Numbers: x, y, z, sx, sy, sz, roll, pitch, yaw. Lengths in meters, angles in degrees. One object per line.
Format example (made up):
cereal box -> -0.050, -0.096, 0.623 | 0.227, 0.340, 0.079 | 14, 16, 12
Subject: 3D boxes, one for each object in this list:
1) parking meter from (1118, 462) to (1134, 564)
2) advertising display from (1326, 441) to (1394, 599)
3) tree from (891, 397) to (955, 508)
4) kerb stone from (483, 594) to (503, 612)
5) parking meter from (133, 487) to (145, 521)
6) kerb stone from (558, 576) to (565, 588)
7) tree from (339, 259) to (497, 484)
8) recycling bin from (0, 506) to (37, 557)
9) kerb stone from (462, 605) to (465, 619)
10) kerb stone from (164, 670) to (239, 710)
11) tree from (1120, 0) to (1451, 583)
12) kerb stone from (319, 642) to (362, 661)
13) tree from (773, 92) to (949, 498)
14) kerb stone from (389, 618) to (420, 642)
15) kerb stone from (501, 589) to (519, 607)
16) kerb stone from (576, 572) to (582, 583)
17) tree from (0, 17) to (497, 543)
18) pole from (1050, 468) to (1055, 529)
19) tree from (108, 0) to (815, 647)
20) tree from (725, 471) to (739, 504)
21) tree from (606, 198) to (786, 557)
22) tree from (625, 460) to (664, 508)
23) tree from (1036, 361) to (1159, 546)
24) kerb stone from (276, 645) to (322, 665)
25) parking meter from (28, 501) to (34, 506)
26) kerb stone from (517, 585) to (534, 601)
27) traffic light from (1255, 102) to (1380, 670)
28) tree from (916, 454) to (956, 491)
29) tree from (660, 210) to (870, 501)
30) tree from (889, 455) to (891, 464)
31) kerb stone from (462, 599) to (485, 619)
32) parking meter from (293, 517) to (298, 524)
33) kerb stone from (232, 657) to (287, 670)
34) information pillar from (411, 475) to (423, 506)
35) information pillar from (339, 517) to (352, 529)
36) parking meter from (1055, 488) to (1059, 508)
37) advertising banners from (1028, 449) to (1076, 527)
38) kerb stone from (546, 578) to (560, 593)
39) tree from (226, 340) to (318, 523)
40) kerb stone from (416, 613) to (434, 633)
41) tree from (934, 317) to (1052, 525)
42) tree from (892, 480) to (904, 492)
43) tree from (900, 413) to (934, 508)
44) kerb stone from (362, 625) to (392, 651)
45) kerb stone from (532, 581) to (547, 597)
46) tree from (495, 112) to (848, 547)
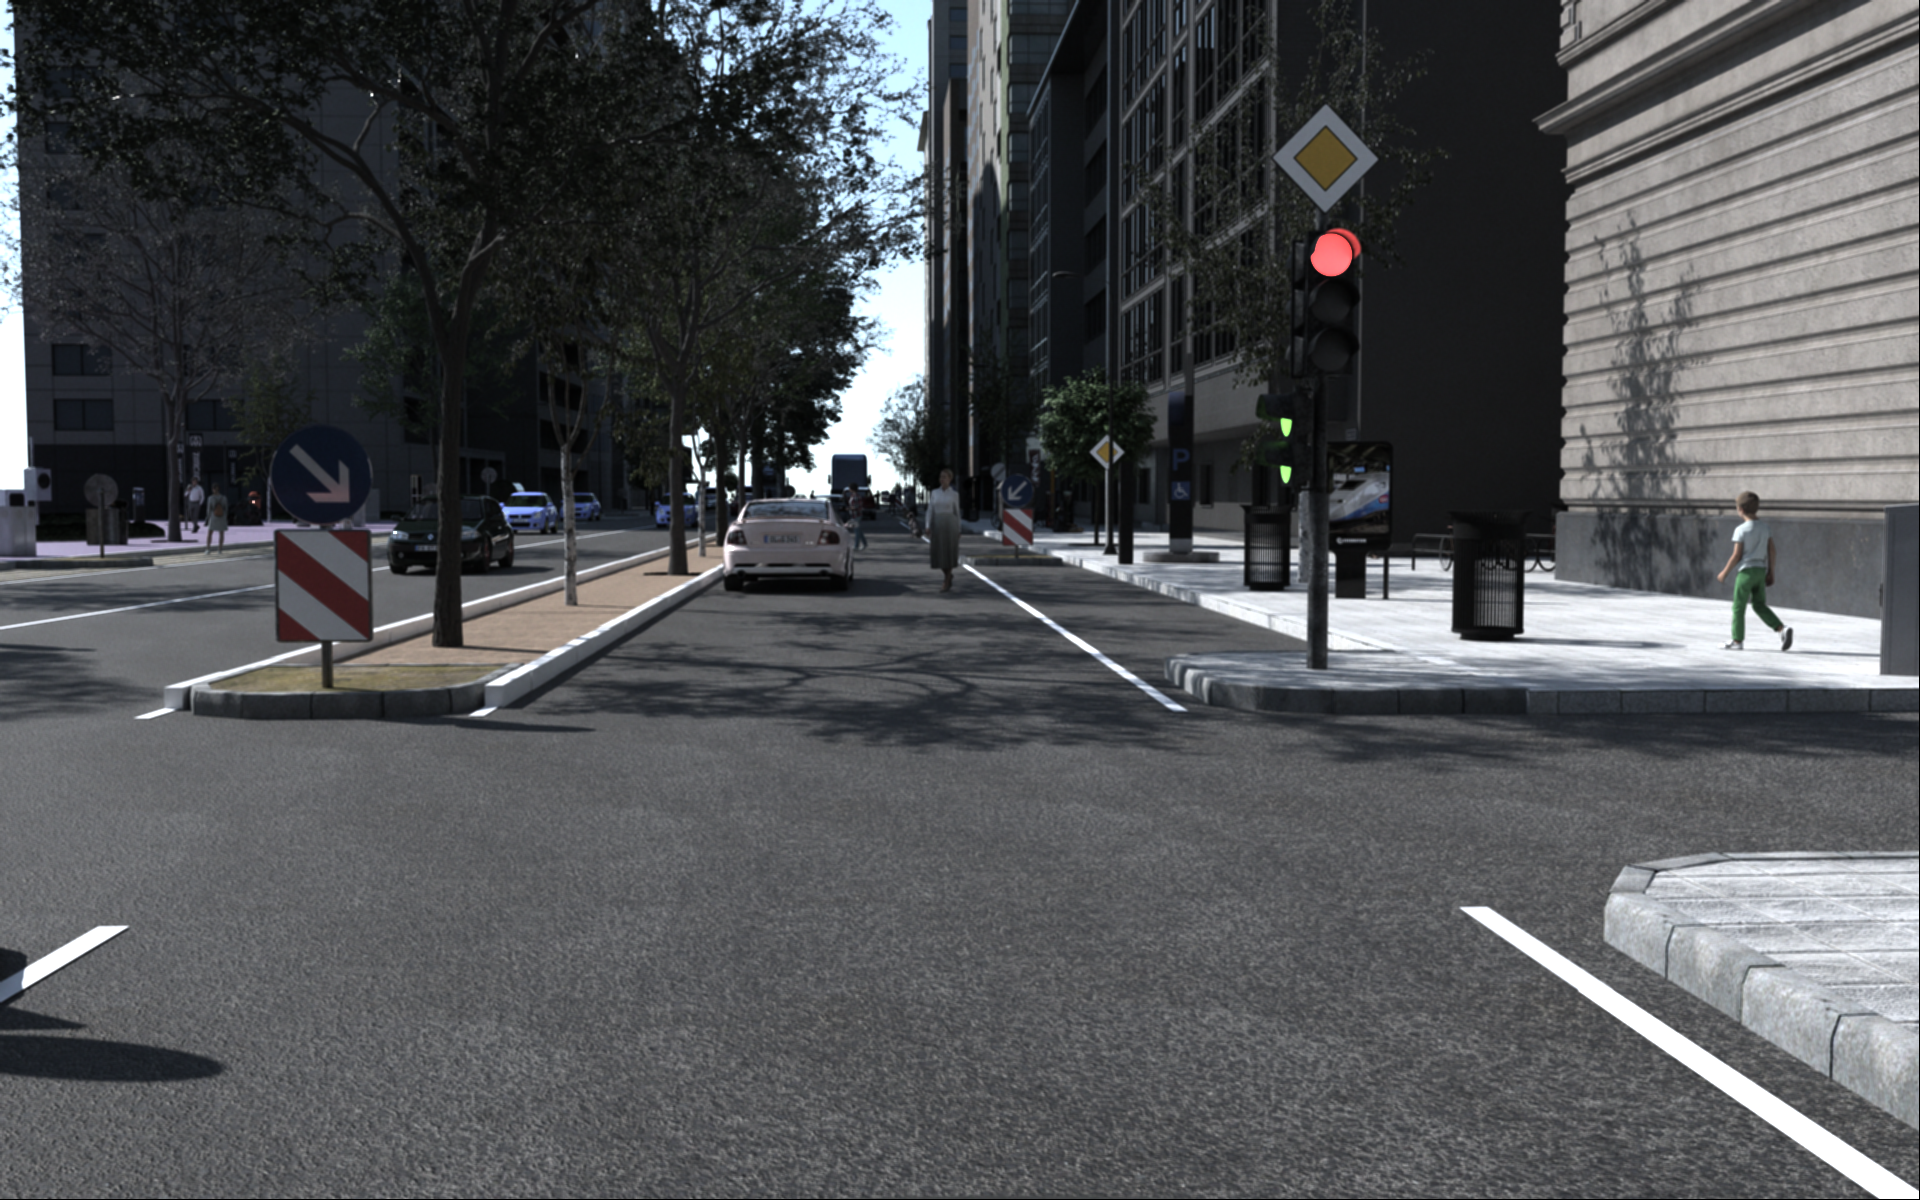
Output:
parking meter -> 3.039, -1.590, 31.710 | 0.255, 1.863, 0.399 | 0, 4, 2
advertising display -> 4.809, -0.982, 21.268 | 0.974, 1.923, 0.123 | 1, 4, 17
tree -> -2.341, -11.040, 130.861 | 4.360, 8.622, 3.978 | 0, 3, 0
kerb stone -> -5.796, 0.061, 21.206 | 0.120, 0.150, 1.000 | 0, 4, -3
parking meter -> -30.477, -3.419, 64.308 | 0.372, 1.533, 0.369 | 0, 3, 0
kerb stone -> -6.092, -0.252, 26.317 | 0.120, 0.150, 1.000 | 0, 4, -3
tree -> -22.651, -9.139, 75.174 | 9.928, 11.665, 9.643 | 0, 3, 0
recycling bin -> -19.614, -1.418, 35.734 | 0.722, 1.027, 0.722 | 0, 4, 8
kerb stone -> -5.678, 0.192, 19.163 | 0.120, 0.150, 1.000 | 0, 4, -3
kerb stone -> -5.254, 0.626, 12.004 | 0.120, 0.150, 1.000 | 0, 4, -3
tree -> 4.766, -4.564, 24.977 | 4.360, 8.622, 3.978 | 0, 3, 0
kerb stone -> -5.429, 0.438, 15.075 | 0.120, 0.150, 1.000 | 0, 4, -3
tree -> -7.206, -13.589, 80.529 | 12.611, 20.169, 13.585 | 0, 3, 0
kerb stone -> -5.555, 0.310, 17.123 | 0.120, 0.150, 1.000 | 0, 4, -3
kerb stone -> -5.851, -0.002, 22.230 | 0.120, 0.150, 1.000 | 0, 4, -3
kerb stone -> -6.153, -0.311, 27.344 | 0.120, 0.150, 1.000 | 0, 4, -3
tree -> -20.826, -8.279, 45.735 | 12.009, 13.543, 11.850 | 0, 3, 0
pole -> 3.402, -4.262, 63.531 | 0.158, 3.312, 0.155 | 0, 3, 0
tree -> -4.797, -4.812, 15.540 | 8.767, 10.594, 7.601 | 0, 4, -3
tree -> -31.273, -15.432, 236.022 | 4.285, 4.588, 4.351 | 0, 3, 0
tree -> -5.927, -5.298, 39.438 | 4.737, 8.622, 4.395 | 0, 3, 0
tree -> -26.881, -10.092, 148.722 | 4.285, 4.588, 4.351 | 0, 3, 0
tree -> 3.368, -3.627, 43.021 | 4.285, 4.588, 4.351 | 0, 3, 0
kerb stone -> -5.374, 0.500, 14.052 | 0.120, 0.150, 1.000 | 0, 4, -3
parking meter -> -44.367, -4.704, 82.621 | 0.255, 1.863, 0.399 | -3, 5, -43
kerb stone -> -5.913, -0.064, 23.250 | 0.120, 0.150, 1.000 | 0, 4, -3
traffic light -> 2.604, -1.449, 12.609 | 0.839, 4.253, 0.868 | 0, 4, -3
tree -> -1.962, -9.604, 140.734 | 4.285, 4.588, 4.351 | 0, 3, 0
tree -> -8.079, -9.800, 69.335 | 9.857, 13.997, 8.962 | 0, 3, 0
tree -> -6.120, -15.323, 200.885 | 4.360, 8.622, 3.978 | 0, 3, 0
kerb stone -> -5.735, 0.123, 20.183 | 0.120, 0.150, 1.000 | 0, 4, -3
parking meter -> -28.805, -4.087, 75.228 | 0.372, 1.533, 0.369 | 0, 3, 0
kerb stone -> -5.308, 0.569, 13.024 | 0.120, 0.150, 1.000 | 0, 4, -3
information pillar -> -21.256, -3.873, 67.813 | 0.304, 2.012, 0.304 | 2, 4, 24
information pillar -> -20.390, -3.239, 57.449 | 0.304, 2.012, 0.304 | 3, 4, 39
parking meter -> 3.925, -3.872, 71.715 | 0.372, 1.533, 0.369 | 0, 3, 0
advertising banners -> 3.557, -4.339, 67.132 | 2.074, 3.025, 0.090 | 2, 4, 31
kerb stone -> -6.033, -0.185, 25.297 | 0.120, 0.150, 1.000 | 0, 4, -3
tree -> -30.960, -7.781, 77.578 | 4.737, 8.622, 4.395 | 0, 3, 0
kerb stone -> -5.616, 0.251, 18.143 | 0.120, 0.150, 1.000 | 0, 4, -3
tree -> 1.722, -7.487, 72.775 | 4.737, 8.622, 4.395 | 0, 3, 0
tree -> -8.628, -14.844, 237.297 | 1.663, 3.219, 1.824 | 0, 3, 0
tree -> -3.279, -12.511, 154.922 | 4.737, 8.622, 4.395 | 0, 3, 0
kerb stone -> -5.500, 0.373, 16.102 | 0.120, 0.150, 1.000 | 0, 4, -3
kerb stone -> -5.972, -0.127, 24.277 | 0.120, 0.150, 1.000 | 0, 4, -3
tree -> -6.550, -7.249, 46.741 | 9.928, 11.665, 9.643 | 0, 3, 0
